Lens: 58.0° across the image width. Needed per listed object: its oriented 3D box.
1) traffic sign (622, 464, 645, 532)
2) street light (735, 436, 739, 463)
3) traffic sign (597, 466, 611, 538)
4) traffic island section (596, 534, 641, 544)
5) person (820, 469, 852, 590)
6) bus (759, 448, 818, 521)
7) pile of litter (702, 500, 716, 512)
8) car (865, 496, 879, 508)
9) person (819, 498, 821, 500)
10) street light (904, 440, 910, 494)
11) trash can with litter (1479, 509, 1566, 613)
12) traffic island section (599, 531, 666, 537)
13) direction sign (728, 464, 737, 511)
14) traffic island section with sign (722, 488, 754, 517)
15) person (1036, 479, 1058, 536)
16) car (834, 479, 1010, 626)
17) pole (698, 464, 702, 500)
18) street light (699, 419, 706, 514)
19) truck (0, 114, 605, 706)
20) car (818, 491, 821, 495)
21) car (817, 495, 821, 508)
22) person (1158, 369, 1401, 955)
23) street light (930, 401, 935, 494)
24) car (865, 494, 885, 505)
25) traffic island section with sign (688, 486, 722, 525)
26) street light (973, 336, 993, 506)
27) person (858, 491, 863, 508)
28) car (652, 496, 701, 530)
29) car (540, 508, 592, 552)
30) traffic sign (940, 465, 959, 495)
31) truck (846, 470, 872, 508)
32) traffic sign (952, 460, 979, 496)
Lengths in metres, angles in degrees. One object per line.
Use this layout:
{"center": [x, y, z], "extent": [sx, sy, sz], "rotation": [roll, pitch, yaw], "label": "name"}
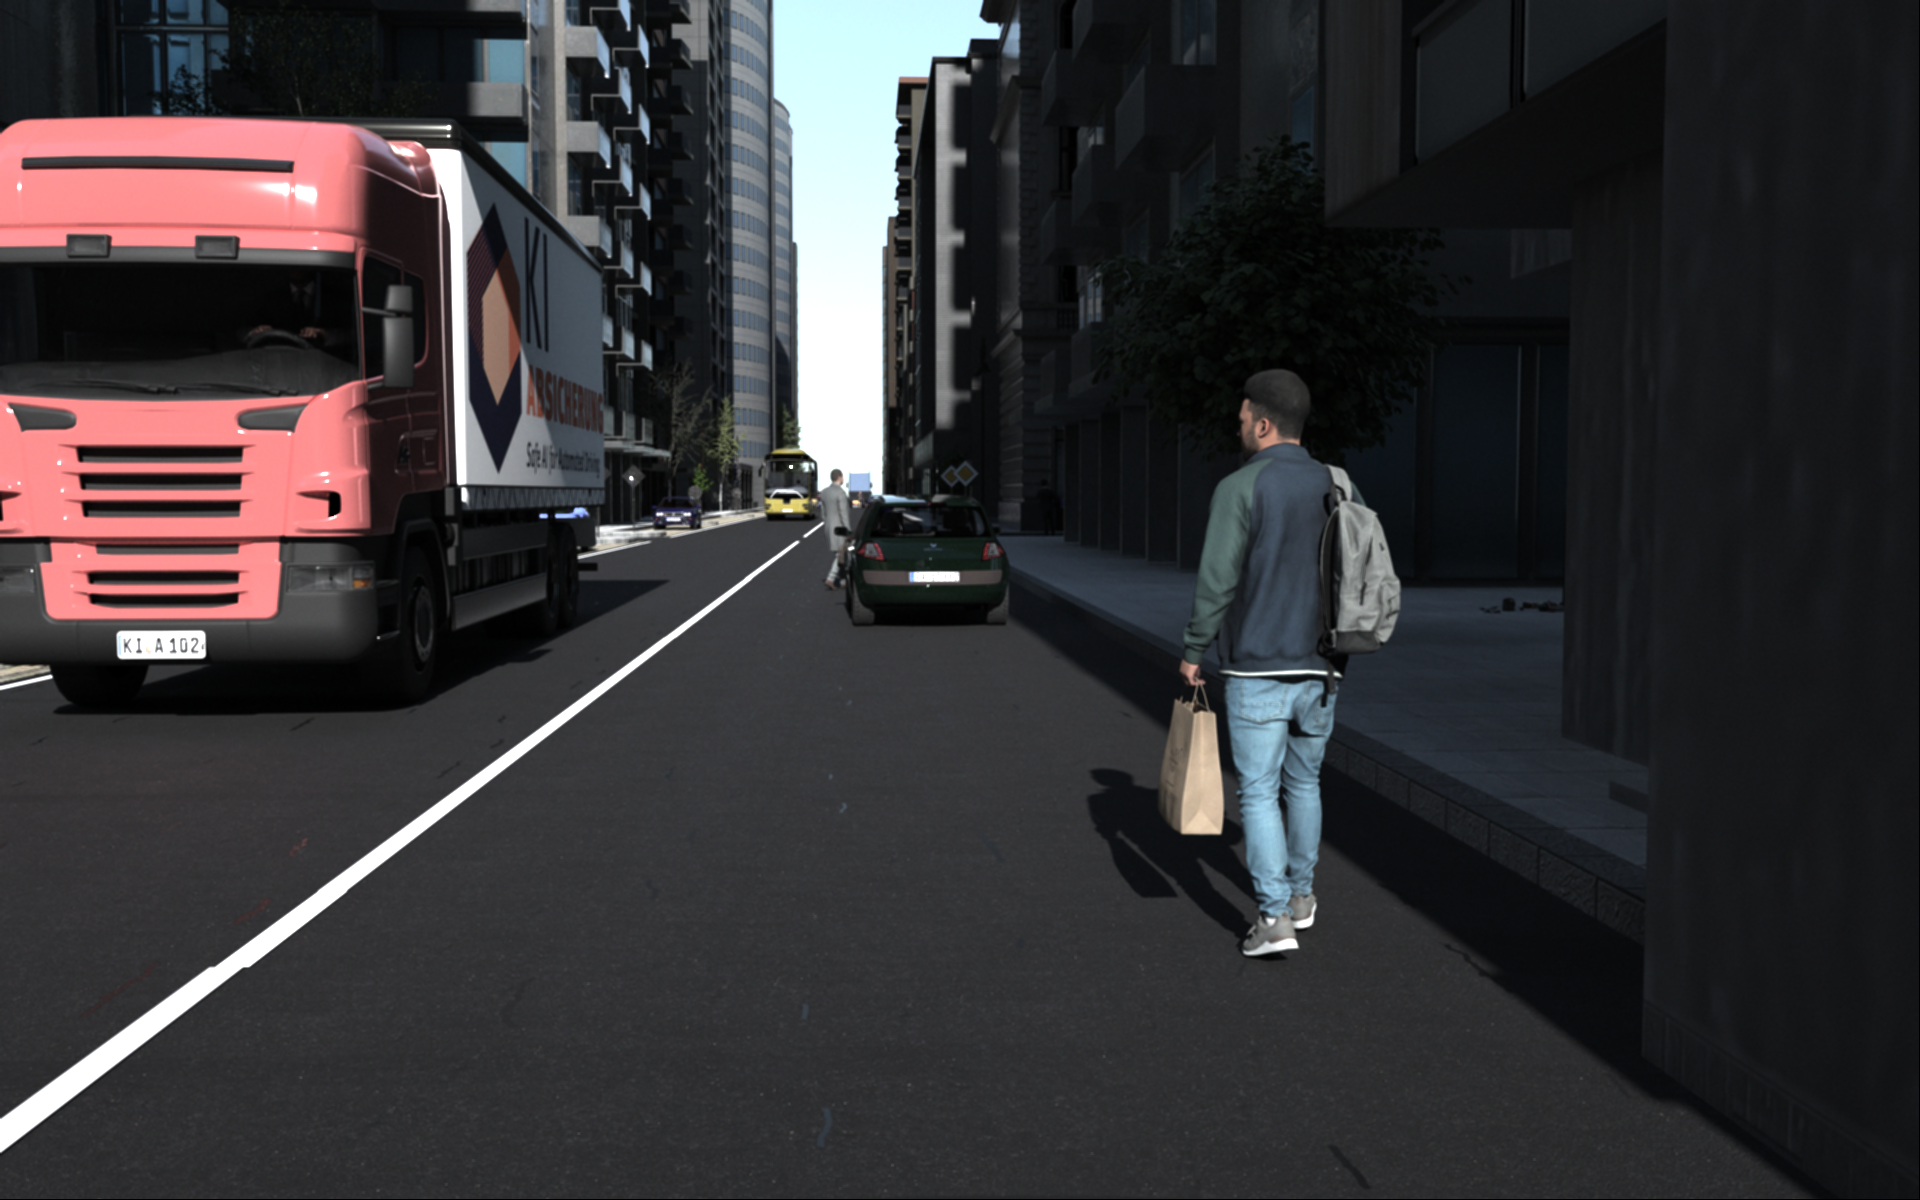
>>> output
{"center": [-11.019, -3.356, 58.509], "extent": [0.795, 2.450, 0.064], "rotation": [0, 4, -3], "label": "traffic sign"}
{"center": [-17.390, -9.942, 135.343], "extent": [0.468, 5.910, 1.993], "rotation": [0, 4, -3], "label": "street light"}
{"center": [-10.566, -2.868, 50.537], "extent": [0.795, 2.450, 0.064], "rotation": [0, 4, -3], "label": "traffic sign"}
{"center": [-10.589, -1.732, 50.597], "extent": [2.009, 0.180, 2.903], "rotation": [0, 4, -3], "label": "traffic island section"}
{"center": [-1.797, -1.064, 26.002], "extent": [0.767, 1.812, 0.694], "rotation": [-3, 5, -40], "label": "person"}
{"center": [-9.418, -6.450, 97.006], "extent": [2.896, 3.916, 12.252], "rotation": [0, 4, -3], "label": "bus"}
{"center": [-18.749, -6.910, 126.948], "extent": [1.719, 0.858, 1.176], "rotation": [0, 4, -4], "label": "pile of litter"}
{"center": [-5.164, -6.078, 111.958], "extent": [1.945, 1.354, 3.894], "rotation": [0, 4, -1], "label": "car"}
{"center": [-11.343, -8.454, 146.817], "extent": [1.348, 1.812, 0.705], "rotation": [2, 4, 25], "label": "person"}
{"center": [-4.089, -9.845, 133.761], "extent": [0.468, 5.910, 1.993], "rotation": [0, 4, -3], "label": "street light"}
{"center": [6.580, -0.506, 19.325], "extent": [2.233, 1.210, 1.678], "rotation": [-2, 4, -26], "label": "trash can with litter"}
{"center": [-11.042, -2.219, 58.569], "extent": [2.009, 0.180, 2.903], "rotation": [0, 4, -3], "label": "traffic island section"}
{"center": [-17.317, -8.564, 132.010], "extent": [0.379, 3.537, 0.876], "rotation": [3, 4, 37], "label": "direction sign"}
{"center": [-13.868, -6.079, 108.025], "extent": [1.989, 1.847, 2.006], "rotation": [0, 4, -3], "label": "traffic island section with sign"}
{"center": [2.720, -2.857, 54.575], "extent": [0.648, 1.900, 0.474], "rotation": [-1, 4, -18], "label": "person"}
{"center": [-0.455, -0.640, 20.252], "extent": [2.009, 1.686, 4.222], "rotation": [0, 4, -5], "label": "car"}
{"center": [-17.559, -7.526, 116.887], "extent": [0.158, 3.312, 0.155], "rotation": [0, 3, 0], "label": "pole"}
{"center": [-15.850, -8.200, 106.854], "extent": [0.468, 5.910, 1.993], "rotation": [0, 4, -3], "label": "street light"}
{"center": [-5.103, -1.607, 15.183], "extent": [2.839, 4.237, 11.283], "rotation": [0, 4, -4], "label": "truck"}
{"center": [-16.295, -12.118, 206.794], "extent": [2.281, 1.827, 5.304], "rotation": [0, 4, -4], "label": "car"}
{"center": [-12.761, -8.570, 152.694], "extent": [1.945, 1.354, 3.894], "rotation": [0, 4, -4], "label": "car"}
{"center": [0.962, 0.184, 5.482], "extent": [0.794, 1.824, 0.713], "rotation": [0, 4, -2], "label": "person"}
{"center": [-1.276, -6.908, 85.728], "extent": [0.468, 5.910, 1.993], "rotation": [0, 4, -3], "label": "street light"}
{"center": [-5.795, -6.819, 123.500], "extent": [2.014, 1.417, 4.499], "rotation": [0, 4, -3], "label": "car"}
{"center": [-12.293, -4.402, 80.594], "extent": [1.989, 1.847, 2.006], "rotation": [0, 4, -3], "label": "traffic island section with sign"}
{"center": [0.671, -4.764, 50.685], "extent": [0.468, 5.910, 1.993], "rotation": [0, 4, -3], "label": "street light"}
{"center": [-9.930, -10.057, 173.454], "extent": [0.617, 1.759, 0.750], "rotation": [-1, 4, -20], "label": "person"}
{"center": [-11.472, -3.533, 70.337], "extent": [1.945, 1.354, 3.894], "rotation": [0, 4, -4], "label": "car"}
{"center": [-9.845, -1.936, 41.247], "extent": [1.945, 1.707, 3.694], "rotation": [0, 4, -3], "label": "car"}
{"center": [-0.291, -3.392, 59.097], "extent": [0.795, 2.450, 0.064], "rotation": [0, 4, -3], "label": "traffic sign"}
{"center": [-10.700, -12.101, 187.609], "extent": [2.967, 4.110, 18.799], "rotation": [0, 4, -5], "label": "truck"}
{"center": [0.163, -2.904, 51.125], "extent": [0.795, 2.450, 0.064], "rotation": [0, 4, -3], "label": "traffic sign"}
